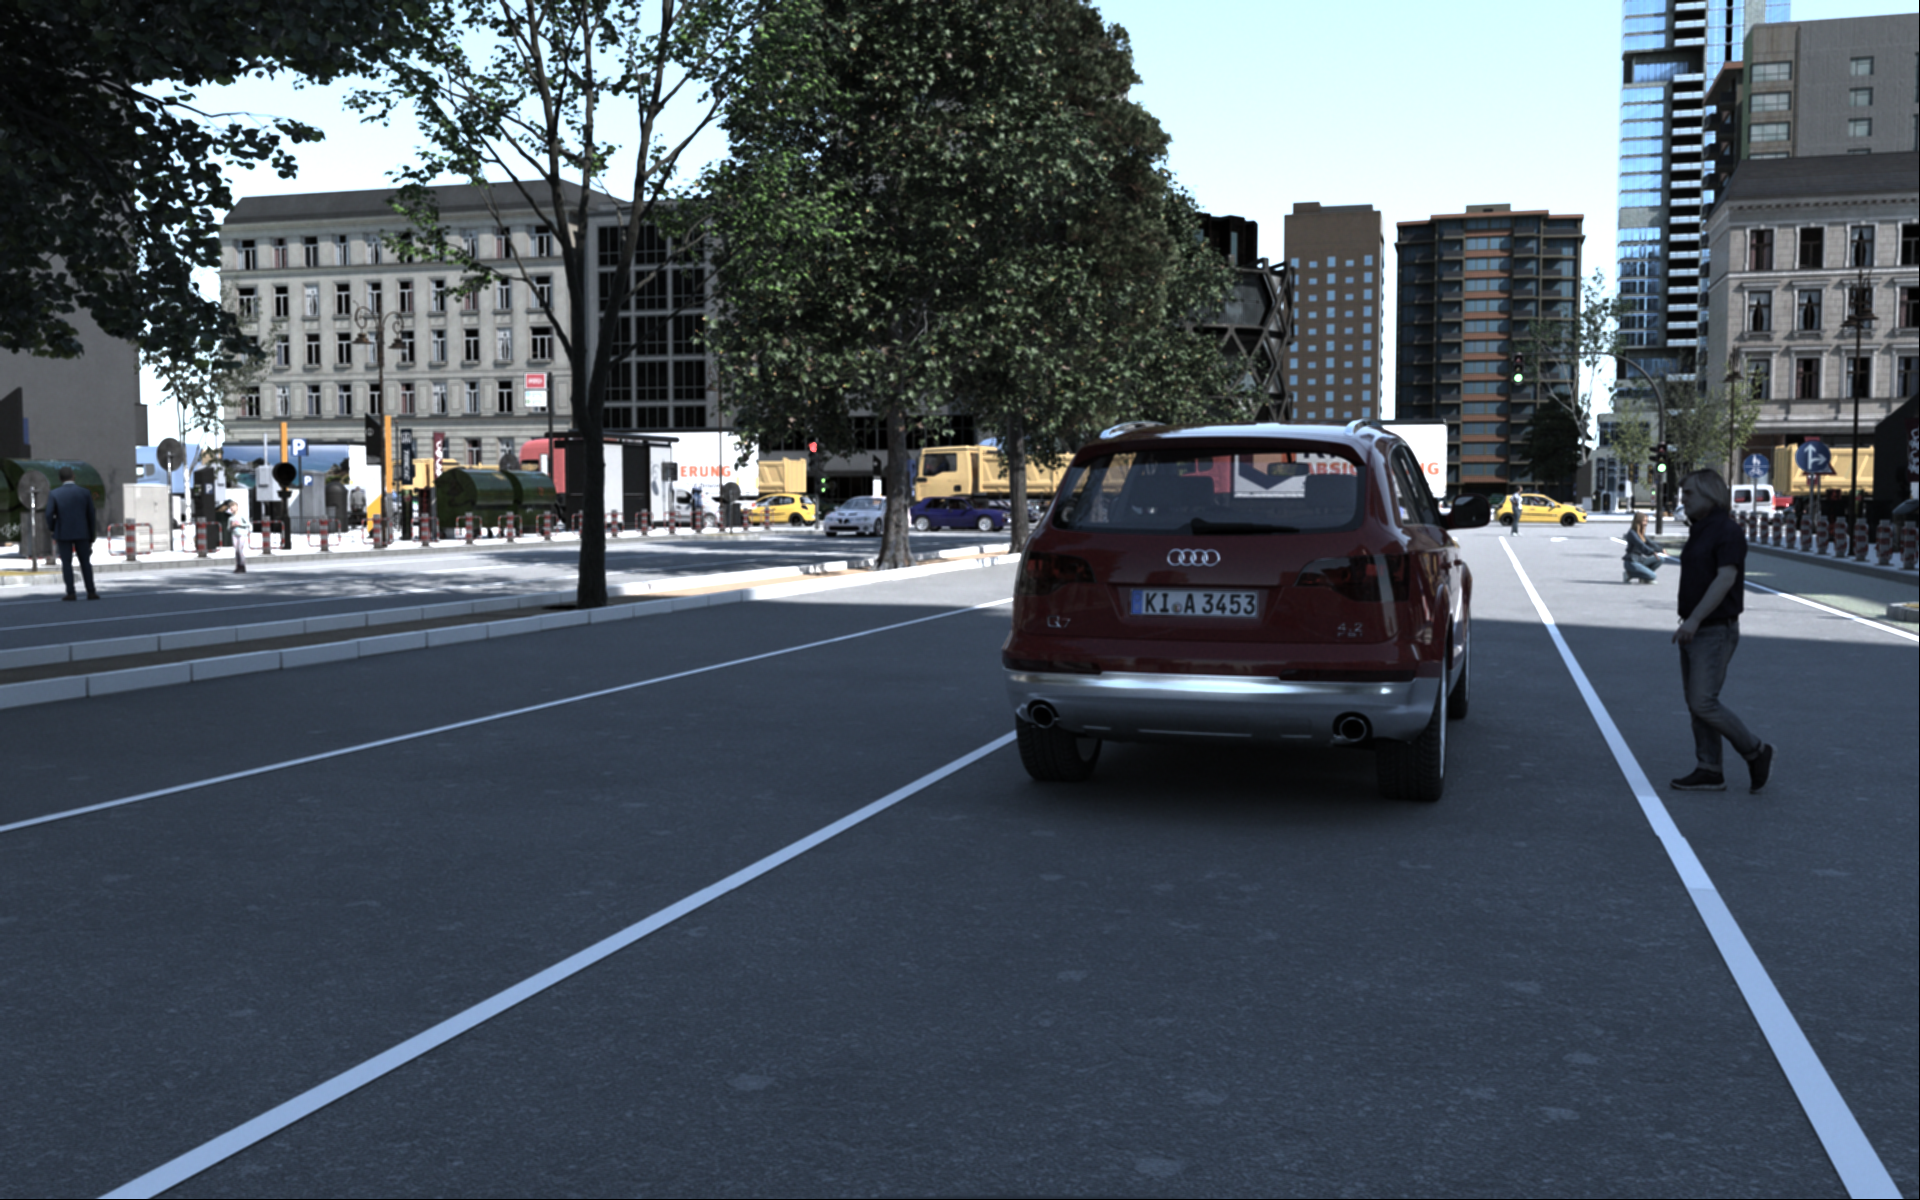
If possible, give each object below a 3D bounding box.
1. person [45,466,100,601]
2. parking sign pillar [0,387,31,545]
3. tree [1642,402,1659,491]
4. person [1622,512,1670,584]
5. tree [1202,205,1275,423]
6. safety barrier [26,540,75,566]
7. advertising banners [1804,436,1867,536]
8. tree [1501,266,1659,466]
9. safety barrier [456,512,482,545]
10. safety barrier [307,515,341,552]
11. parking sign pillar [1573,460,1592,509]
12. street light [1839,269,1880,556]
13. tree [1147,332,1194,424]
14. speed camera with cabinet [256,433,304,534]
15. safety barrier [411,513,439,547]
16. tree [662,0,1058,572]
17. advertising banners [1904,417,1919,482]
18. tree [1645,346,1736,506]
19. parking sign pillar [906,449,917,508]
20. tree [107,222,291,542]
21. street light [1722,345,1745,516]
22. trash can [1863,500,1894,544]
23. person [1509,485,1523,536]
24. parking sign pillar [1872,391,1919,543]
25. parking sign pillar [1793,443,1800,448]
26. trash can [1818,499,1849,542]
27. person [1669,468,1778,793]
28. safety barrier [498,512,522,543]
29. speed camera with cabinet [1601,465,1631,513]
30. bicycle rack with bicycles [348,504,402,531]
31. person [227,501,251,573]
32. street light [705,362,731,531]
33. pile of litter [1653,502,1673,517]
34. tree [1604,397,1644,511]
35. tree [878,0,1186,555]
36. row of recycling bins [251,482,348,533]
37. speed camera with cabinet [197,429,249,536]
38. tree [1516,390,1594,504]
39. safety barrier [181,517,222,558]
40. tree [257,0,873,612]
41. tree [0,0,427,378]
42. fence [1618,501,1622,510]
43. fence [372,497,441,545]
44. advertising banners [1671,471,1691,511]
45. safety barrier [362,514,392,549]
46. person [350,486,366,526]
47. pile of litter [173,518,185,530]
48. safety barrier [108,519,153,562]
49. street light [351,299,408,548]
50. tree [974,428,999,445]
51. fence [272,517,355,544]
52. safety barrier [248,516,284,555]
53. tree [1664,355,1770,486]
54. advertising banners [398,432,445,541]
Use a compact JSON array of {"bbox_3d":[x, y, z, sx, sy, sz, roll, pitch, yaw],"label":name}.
[{"bbox_3d":[-11.932,-0.896,23.325,0.419,1.800,0.721,3,5,45],"label":"person"},{"bbox_3d":[-24.320,-3.396,43.993,1.447,3.967,1.447,0,4,7],"label":"parking sign pillar"},{"bbox_3d":[51.452,-10.480,121.716,4.737,8.622,4.395,0,3,0],"label":"tree"},{"bbox_3d":[10.978,-0.832,27.594,0.738,1.151,1.012,3,5,44],"label":"person"},{"bbox_3d":[3.881,-7.936,49.216,9.611,12.733,9.660,0,3,0],"label":"tree"},{"bbox_3d":[-16.266,-1.021,30.967,0.300,0.817,1.120,1,4,17],"label":"safety barrier"},{"bbox_3d":[26.460,-3.438,52.394,2.074,3.025,0.090,0,4,-7],"label":"advertising banners"},{"bbox_3d":[52.539,-17.803,146.962,12.611,20.169,13.585,0,3,0],"label":"tree"},{"bbox_3d":[-12.428,-1.809,43.854,0.300,0.817,1.120,1,4,17],"label":"safety barrier"},{"bbox_3d":[-14.072,-1.471,38.334,0.300,0.817,1.120,1,4,17],"label":"safety barrier"},{"bbox_3d":[48.842,-9.017,135.903,1.447,3.967,1.447,-1,4,-11],"label":"parking sign pillar"},{"bbox_3d":[18.517,-3.853,35.787,0.468,5.910,1.993,1,4,17],"label":"street light"},{"bbox_3d":[6.310,-6.371,56.985,4.737,8.622,4.395,0,3,0],"label":"tree"},{"bbox_3d":[-21.889,-3.796,56.407,2.038,3.252,0.660,1,4,17],"label":"speed camera with cabinet"},{"bbox_3d":[-12.975,-1.697,42.015,0.300,0.817,1.120,1,4,17],"label":"safety barrier"},{"bbox_3d":[-1.149,-6.872,31.829,9.611,12.733,9.660,0,3,0],"label":"tree"},{"bbox_3d":[22.585,-2.653,39.570,2.074,3.025,0.090,0,4,5],"label":"advertising banners"},{"bbox_3d":[36.390,-8.346,86.818,4.360,8.622,3.978,0,3,0],"label":"tree"},{"bbox_3d":[-2.807,-6.634,96.942,1.447,3.967,1.447,1,4,18],"label":"parking sign pillar"},{"bbox_3d":[-20.272,-5.836,45.774,4.360,8.622,3.978,0,3,0],"label":"tree"},{"bbox_3d":[23.970,-4.955,53.807,0.468,5.910,1.993,1,4,17],"label":"street light"},{"bbox_3d":[23.839,-2.038,44.975,0.748,1.137,0.748,0,3,0],"label":"trash can"},{"bbox_3d":[19.202,-3.091,59.768,0.376,1.734,0.841,2,4,35],"label":"person"},{"bbox_3d":[25.075,-3.530,46.184,1.447,3.967,1.447,-2,4,-24],"label":"parking sign pillar"},{"bbox_3d":[44.470,-6.270,90.993,1.447,3.967,1.447,1,4,15],"label":"parking sign pillar"},{"bbox_3d":[23.455,-2.134,46.547,0.748,1.137,0.748,0,3,0],"label":"trash can"},{"bbox_3d":[3.643,0.148,8.289,0.471,1.553,0.569,3,4,39],"label":"person"},{"bbox_3d":[-11.870,-1.922,45.699,0.300,0.817,1.120,1,4,17],"label":"safety barrier"},{"bbox_3d":[45.157,-7.637,119.203,0.660,3.252,2.038,-2,4,-29],"label":"speed camera with cabinet"},{"bbox_3d":[-22.446,-3.196,65.635,2.852,0.926,2.925,-2,4,-33],"label":"bicycle rack with bicycles"},{"bbox_3d":[-13.164,-1.151,31.595,0.425,1.301,0.394,0,4,-8],"label":"person"},{"bbox_3d":[-8.269,-5.322,59.808,0.468,5.910,1.993,1,4,17],"label":"street light"},{"bbox_3d":[39.476,-5.081,97.043,1.176,0.858,1.719,1,4,14],"label":"pile of litter"},{"bbox_3d":[50.337,-10.971,129.734,4.737,8.622,4.395,0,3,0],"label":"tree"},{"bbox_3d":[1.303,-8.006,40.773,7.806,13.903,7.818,0,3,0],"label":"tree"},{"bbox_3d":[-22.068,-3.102,57.831,3.534,1.692,1.069,1,4,14],"label":"row of recycling bins"},{"bbox_3d":[-22.176,-3.534,52.113,0.660,3.252,2.038,0,4,4],"label":"speed camera with cabinet"},{"bbox_3d":[62.485,-15.769,179.870,6.751,12.117,7.091,0,3,0],"label":"tree"},{"bbox_3d":[-15.167,-1.246,34.655,0.300,0.817,1.120,1,4,17],"label":"safety barrier"},{"bbox_3d":[-4.494,-5.672,20.954,9.928,11.665,9.643,0,3,0],"label":"tree"},{"bbox_3d":[-7.499,-6.194,10.391,9.857,13.997,8.962,0,3,0],"label":"tree"},{"bbox_3d":[55.066,-7.905,144.627,0.278,0.683,2.069,1,4,16],"label":"fence"},{"bbox_3d":[-14.330,-2.060,44.878,0.480,1.192,2.264,1,4,18],"label":"fence"},{"bbox_3d":[52.747,-7.977,126.605,0.090,3.025,2.074,-1,4,-16],"label":"advertising banners"},{"bbox_3d":[-13.522,-1.584,40.170,0.300,0.817,1.120,1,4,17],"label":"safety barrier"},{"bbox_3d":[-25.397,-3.921,72.999,0.661,1.777,0.834,-2,4,-34],"label":"person"},{"bbox_3d":[-28.786,-2.959,62.349,1.719,0.858,1.176,0,4,-3],"label":"pile of litter"},{"bbox_3d":[-15.716,-1.134,32.818,0.300,0.817,1.120,1,4,17],"label":"safety barrier"},{"bbox_3d":[-13.785,-4.190,41.298,0.468,5.910,1.993,1,4,17],"label":"street light"},{"bbox_3d":[2.624,-9.335,102.995,4.360,8.622,3.978,0,3,0],"label":"tree"},{"bbox_3d":[-16.937,-1.837,45.415,2.069,0.683,0.278,-2,4,-32],"label":"fence"},{"bbox_3d":[-14.615,-1.359,36.491,0.300,0.817,1.120,1,4,17],"label":"safety barrier"},{"bbox_3d":[40.804,-8.661,91.965,4.737,8.622,4.395,0,3,0],"label":"tree"},{"bbox_3d":[-14.936,-3.180,48.186,0.090,3.025,2.074,1,4,20],"label":"advertising banners"}]
